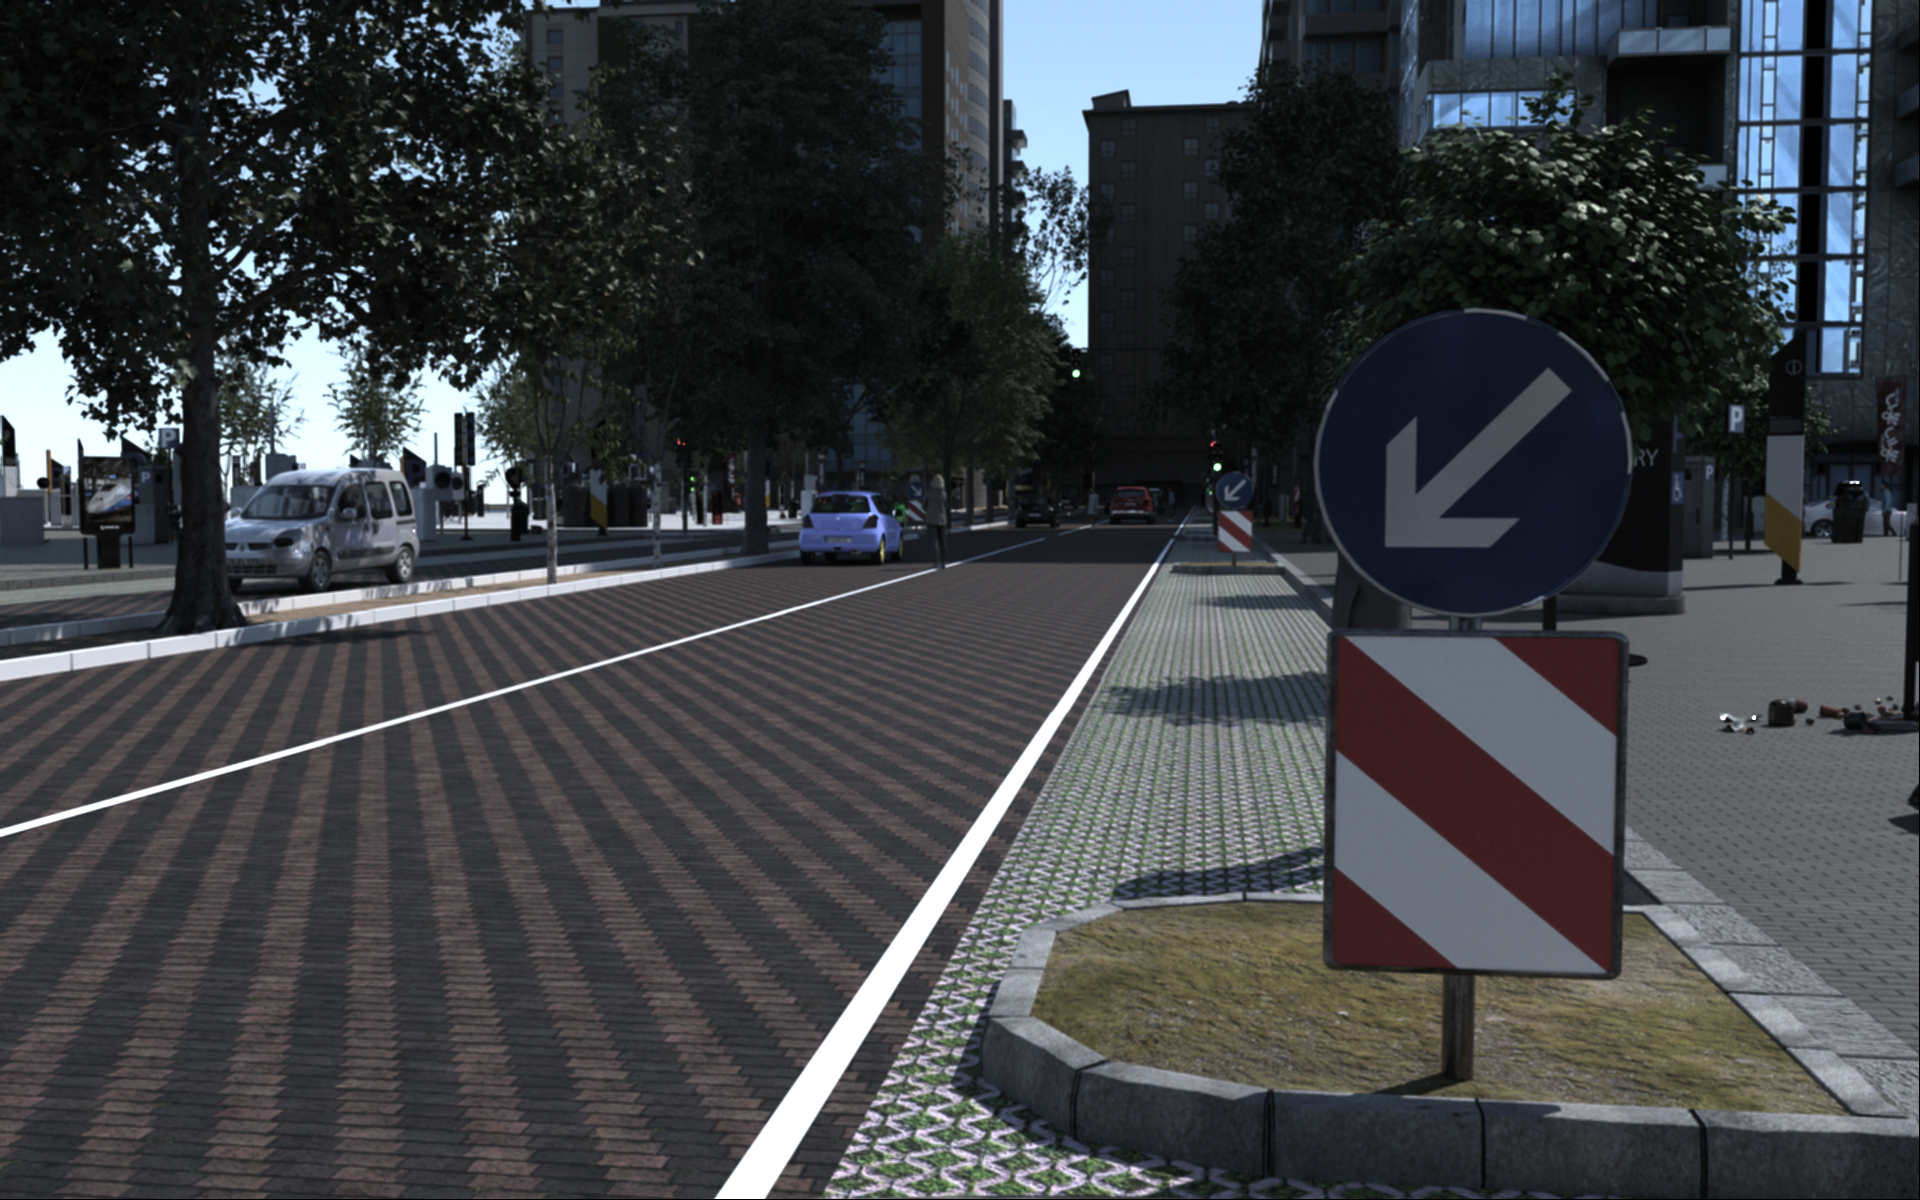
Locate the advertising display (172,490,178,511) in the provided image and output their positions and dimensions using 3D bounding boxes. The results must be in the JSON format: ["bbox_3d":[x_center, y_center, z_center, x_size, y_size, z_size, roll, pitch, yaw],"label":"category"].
[{"bbox_3d":[-50.131,-6.446,110.608,0.123,1.923,0.974,0,4,-6],"label":"advertising display"}]

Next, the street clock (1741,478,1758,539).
[{"bbox_3d":[22.740,-2.770,49.861,0.358,2.002,0.471,-3,5,-43],"label":"street clock"}]

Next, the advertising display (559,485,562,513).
[{"bbox_3d":[-26.474,-6.806,116.484,0.974,1.923,0.123,0,4,-5],"label":"advertising display"}]

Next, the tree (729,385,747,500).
[{"bbox_3d":[-13.020,-8.141,83.473,4.737,8.622,4.395,0,3,0],"label":"tree"}]

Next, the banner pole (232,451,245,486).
[{"bbox_3d":[-40.938,-6.632,98.448,0.863,3.779,0.401,-3,4,-36],"label":"banner pole"}]

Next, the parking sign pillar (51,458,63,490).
[{"bbox_3d":[-65.939,-8.459,126.769,1.447,3.967,1.447,0,4,-7],"label":"parking sign pillar"}]

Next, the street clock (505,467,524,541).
[{"bbox_3d":[-12.114,-2.604,47.141,0.358,2.002,0.471,3,4,37],"label":"street clock"}]

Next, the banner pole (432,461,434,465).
[{"bbox_3d":[-39.162,-8.534,129.545,0.401,3.779,0.863,3,5,39],"label":"banner pole"}]

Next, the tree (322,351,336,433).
[{"bbox_3d":[-23.416,-7.257,69.016,4.737,8.622,4.395,0,3,0],"label":"tree"}]

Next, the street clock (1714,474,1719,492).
[{"bbox_3d":[18.749,-2.380,43.477,0.471,2.002,0.358,-1,4,-9],"label":"street clock"}]

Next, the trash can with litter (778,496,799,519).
[{"bbox_3d":[-8.990,-4.847,90.635,1.055,1.170,0.624,-1,4,-16],"label":"trash can with litter"}]

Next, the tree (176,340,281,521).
[{"bbox_3d":[-30.072,-7.373,70.913,4.737,8.622,4.395,0,3,0],"label":"tree"}]

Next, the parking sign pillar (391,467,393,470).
[{"bbox_3d":[-39.122,-7.903,117.694,1.447,3.967,1.447,-3,5,-41],"label":"parking sign pillar"}]

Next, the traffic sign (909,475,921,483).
[{"bbox_3d":[-2.941,-6.881,112.616,0.768,2.556,0.104,1,4,15],"label":"traffic sign"}]

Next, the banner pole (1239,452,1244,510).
[{"bbox_3d":[16.868,-6.904,102.905,0.863,3.779,0.401,0,4,4],"label":"banner pole"}]

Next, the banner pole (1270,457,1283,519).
[{"bbox_3d":[16.523,-6.117,90.038,0.863,3.779,0.401,1,4,14],"label":"banner pole"}]

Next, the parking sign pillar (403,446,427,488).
[{"bbox_3d":[-30.577,-6.658,97.335,1.447,3.967,1.447,-3,4,-36],"label":"parking sign pillar"}]

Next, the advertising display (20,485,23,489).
[{"bbox_3d":[-68.756,-7.420,126.528,0.123,1.923,0.974,0,4,5],"label":"advertising display"}]

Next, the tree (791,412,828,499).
[{"bbox_3d":[-9.770,-9.050,98.332,4.360,8.622,3.978,0,3,0],"label":"tree"}]

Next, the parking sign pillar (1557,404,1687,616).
[{"bbox_3d":[7.180,-1.859,18.868,1.447,3.967,1.447,3,5,43],"label":"parking sign pillar"}]

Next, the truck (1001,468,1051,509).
[{"bbox_3d":[5.257,-8.391,133.111,3.469,3.379,9.791,1,4,9],"label":"truck"}]

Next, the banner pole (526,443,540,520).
[{"bbox_3d":[-20.768,-5.779,84.508,0.863,3.779,0.401,-2,4,-29],"label":"banner pole"}]

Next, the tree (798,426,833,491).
[{"bbox_3d":[-12.061,-11.414,136.983,4.737,8.622,4.395,0,3,0],"label":"tree"}]

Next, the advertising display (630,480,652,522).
[{"bbox_3d":[-14.698,-4.558,79.735,0.974,1.923,0.123,0,4,-8],"label":"advertising display"}]

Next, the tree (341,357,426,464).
[{"bbox_3d":[-29.928,-8.499,89.314,4.360,8.622,3.978,0,3,0],"label":"tree"}]

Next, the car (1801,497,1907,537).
[{"bbox_3d":[28.320,-2.587,54.660,4.827,1.381,2.083,0,4,6],"label":"car"}]

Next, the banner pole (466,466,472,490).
[{"bbox_3d":[-39.802,-9.210,140.597,0.401,3.779,0.863,1,4,20],"label":"banner pole"}]

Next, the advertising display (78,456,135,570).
[{"bbox_3d":[-14.619,-1.498,29.699,0.123,1.923,0.974,2,4,29],"label":"advertising display"}]

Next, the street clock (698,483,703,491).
[{"bbox_3d":[-17.347,-6.797,115.701,0.358,2.002,0.471,-2,4,-28],"label":"street clock"}]

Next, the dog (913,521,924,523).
[{"bbox_3d":[-2.072,-4.072,86.771,0.550,0.427,0.748,0,4,1],"label":"dog"}]

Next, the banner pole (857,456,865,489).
[{"bbox_3d":[-6.570,-7.615,114.521,0.863,3.779,0.401,-3,5,-43],"label":"banner pole"}]

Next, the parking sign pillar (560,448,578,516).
[{"bbox_3d":[-22.826,-6.903,101.336,1.447,3.967,1.447,-3,5,-41],"label":"parking sign pillar"}]

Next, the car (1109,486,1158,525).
[{"bbox_3d":[8.315,-4.554,83.131,2.281,1.827,5.304,1,4,9],"label":"car"}]

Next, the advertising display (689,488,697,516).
[{"bbox_3d":[-15.935,-5.999,103.304,0.123,1.923,0.974,-2,4,-29],"label":"advertising display"}]

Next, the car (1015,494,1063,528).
[{"bbox_3d":[3.355,-3.936,74.141,2.009,1.686,4.222,0,4,7],"label":"car"}]

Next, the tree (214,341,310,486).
[{"bbox_3d":[-31.910,-7.829,78.360,4.360,8.622,3.978,0,3,0],"label":"tree"}]

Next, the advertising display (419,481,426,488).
[{"bbox_3d":[-26.566,-4.978,86.611,0.974,1.923,0.123,0,4,2],"label":"advertising display"}]

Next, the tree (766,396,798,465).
[{"bbox_3d":[-12.799,-9.611,107.506,4.737,8.622,4.395,0,3,0],"label":"tree"}]

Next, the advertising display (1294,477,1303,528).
[{"bbox_3d":[12.770,-3.682,65.419,0.123,1.923,0.974,0,4,-2],"label":"advertising display"}]

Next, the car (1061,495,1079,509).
[{"bbox_3d":[10.852,-9.798,172.771,1.945,1.354,3.894,1,4,9],"label":"car"}]

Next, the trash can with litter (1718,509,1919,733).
[{"bbox_3d":[5.174,0.078,9.776,2.233,1.210,1.678,-1,4,-12],"label":"trash can with litter"}]

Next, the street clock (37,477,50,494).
[{"bbox_3d":[-39.298,-4.264,74.283,0.471,2.002,0.358,-2,4,-35],"label":"street clock"}]

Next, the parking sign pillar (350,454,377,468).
[{"bbox_3d":[-39.830,-7.739,115.011,1.447,3.967,1.447,0,4,-7],"label":"parking sign pillar"}]

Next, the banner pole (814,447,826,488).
[{"bbox_3d":[-6.900,-5.794,84.746,0.863,3.779,0.401,2,4,28],"label":"banner pole"}]

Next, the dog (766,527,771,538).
[{"bbox_3d":[-5.584,-1.797,48.664,0.540,0.507,0.406,-1,4,-9],"label":"dog"}]

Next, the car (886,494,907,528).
[{"bbox_3d":[-3.225,-3.597,67.603,1.959,1.807,4.718,0,4,8],"label":"car"}]

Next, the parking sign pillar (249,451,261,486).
[{"bbox_3d":[-41.985,-7.019,103.233,1.447,3.967,1.447,-1,4,-12],"label":"parking sign pillar"}]

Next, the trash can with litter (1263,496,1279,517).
[{"bbox_3d":[17.763,-5.337,98.648,1.055,1.170,0.624,1,4,13],"label":"trash can with litter"}]

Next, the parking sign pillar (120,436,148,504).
[{"bbox_3d":[-38.145,-5.609,80.183,1.447,3.967,1.447,0,4,-4],"label":"parking sign pillar"}]

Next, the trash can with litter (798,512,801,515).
[{"bbox_3d":[-8.856,-5.670,103.763,2.233,1.210,1.678,1,4,15],"label":"trash can with litter"}]

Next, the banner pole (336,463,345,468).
[{"bbox_3d":[-50.238,-9.214,140.659,0.863,3.779,0.401,-1,4,-22],"label":"banner pole"}]

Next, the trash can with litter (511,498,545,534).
[{"bbox_3d":[-13.771,-2.682,55.236,1.055,1.170,0.624,0,4,6],"label":"trash can with litter"}]

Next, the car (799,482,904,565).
[{"bbox_3d":[-2.219,-1.632,36.267,1.945,1.707,3.694,0,4,7],"label":"car"}]

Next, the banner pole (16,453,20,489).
[{"bbox_3d":[-60.891,-7.443,111.714,0.863,3.779,0.401,2,4,23],"label":"banner pole"}]

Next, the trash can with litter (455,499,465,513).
[{"bbox_3d":[-30.690,-5.862,107.227,0.624,1.170,1.055,2,4,34],"label":"trash can with litter"}]

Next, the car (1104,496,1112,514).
[{"bbox_3d":[11.463,-6.944,126.109,1.945,1.354,3.894,1,4,9],"label":"car"}]

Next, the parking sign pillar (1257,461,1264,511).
[{"bbox_3d":[23.201,-8.910,134.157,1.447,3.967,1.447,1,4,18],"label":"parking sign pillar"}]

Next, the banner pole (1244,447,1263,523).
[{"bbox_3d":[13.289,-5.368,77.776,0.401,3.779,0.863,-2,4,-24],"label":"banner pole"}]

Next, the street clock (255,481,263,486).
[{"bbox_3d":[-40.275,-5.810,99.570,0.358,2.002,0.471,1,4,9],"label":"street clock"}]
